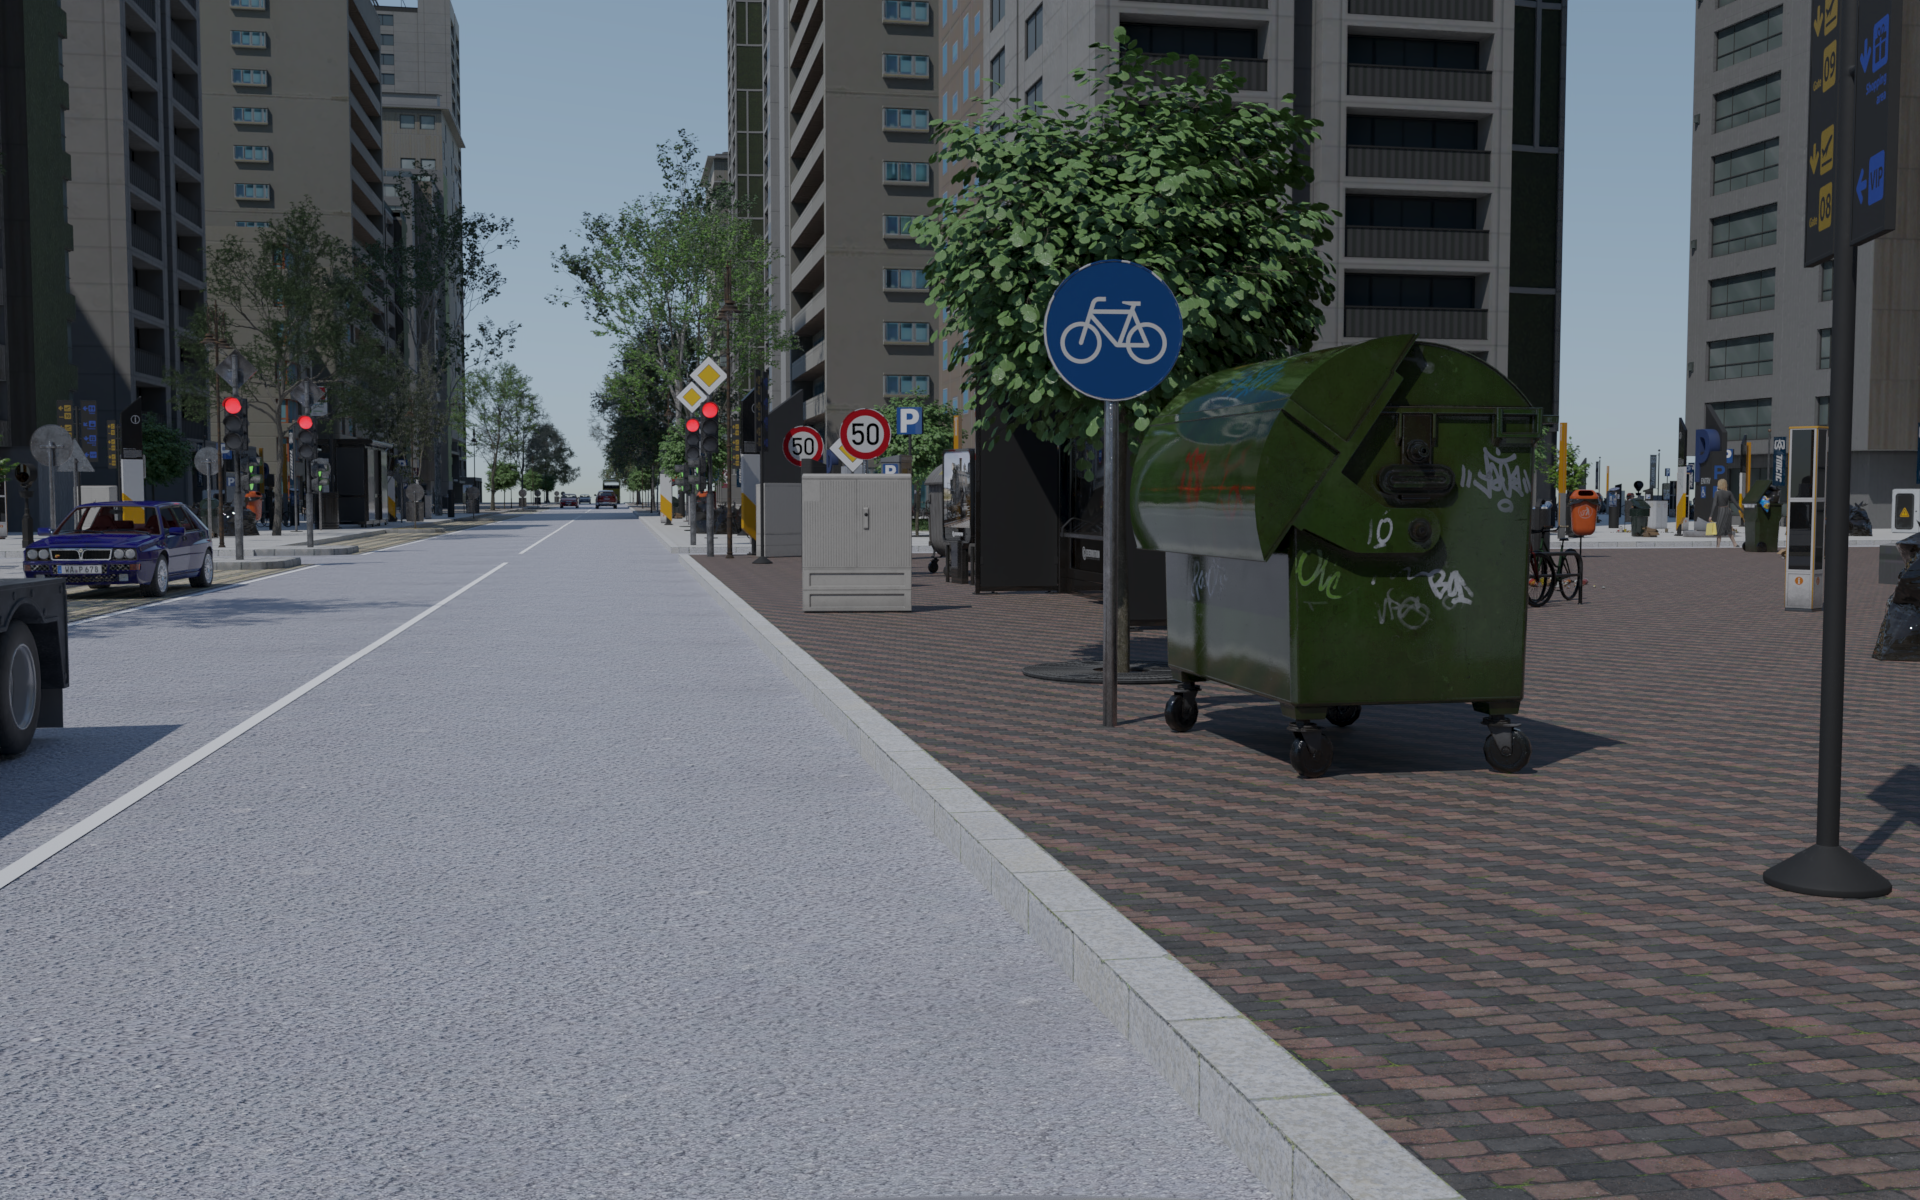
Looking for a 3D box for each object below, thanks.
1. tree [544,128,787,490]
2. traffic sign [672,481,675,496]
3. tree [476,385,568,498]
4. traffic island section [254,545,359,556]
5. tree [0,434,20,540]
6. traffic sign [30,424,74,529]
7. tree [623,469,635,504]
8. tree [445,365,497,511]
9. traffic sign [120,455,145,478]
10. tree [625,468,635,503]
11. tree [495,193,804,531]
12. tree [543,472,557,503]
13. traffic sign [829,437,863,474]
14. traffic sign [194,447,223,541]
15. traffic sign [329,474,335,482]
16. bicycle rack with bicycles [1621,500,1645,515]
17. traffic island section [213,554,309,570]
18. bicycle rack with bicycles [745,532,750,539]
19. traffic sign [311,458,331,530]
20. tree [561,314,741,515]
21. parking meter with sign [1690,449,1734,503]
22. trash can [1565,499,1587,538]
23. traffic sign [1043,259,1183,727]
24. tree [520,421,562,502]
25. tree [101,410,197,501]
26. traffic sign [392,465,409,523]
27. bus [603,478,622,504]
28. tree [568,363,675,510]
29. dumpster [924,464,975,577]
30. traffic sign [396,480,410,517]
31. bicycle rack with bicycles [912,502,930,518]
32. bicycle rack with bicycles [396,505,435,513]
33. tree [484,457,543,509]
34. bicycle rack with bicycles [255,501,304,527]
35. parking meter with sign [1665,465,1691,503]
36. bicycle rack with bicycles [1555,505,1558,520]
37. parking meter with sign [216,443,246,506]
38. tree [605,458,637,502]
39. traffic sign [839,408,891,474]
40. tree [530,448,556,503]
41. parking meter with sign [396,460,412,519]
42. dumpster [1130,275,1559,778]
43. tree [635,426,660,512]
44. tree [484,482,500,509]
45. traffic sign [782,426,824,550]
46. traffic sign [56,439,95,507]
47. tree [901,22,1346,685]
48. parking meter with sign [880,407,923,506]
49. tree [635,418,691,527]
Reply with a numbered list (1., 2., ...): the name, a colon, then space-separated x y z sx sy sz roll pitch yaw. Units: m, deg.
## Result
1. tree: -15.681 -14.467 92.418 12.611 20.169 13.585 0 3 0
2. traffic sign: -19.267 -7.079 115.842 0.768 2.556 0.104 -1 4 -11
3. tree: -46.791 -16.760 184.392 12.009 13.543 11.850 0 3 0
4. traffic island section: -15.625 -1.182 41.612 2.009 0.180 2.903 -1 4 -11
5. tree: -27.672 -3.324 48.941 1.663 3.219 1.824 0 3 0
6. traffic sign: -16.622 -1.933 31.710 0.768 2.556 0.104 0 4 -4
7. tree: -29.776 -11.009 163.714 4.285 4.588 4.351 0 3 0
8. tree: -35.819 -12.678 133.038 9.928 11.665 9.643 0 3 0
9. traffic sign: -21.539 -2.630 45.128 0.606 2.300 0.079 -1 4 -11
10. tree: -45.044 -17.672 239.294 4.737 8.622 4.395 0 3 0
11. tree: -9.057 -8.201 59.845 9.928 11.665 9.643 0 3 0
12. tree: -53.065 -14.120 214.581 4.285 4.588 4.351 0 3 0
13. traffic sign: -1.791 -1.693 28.866 0.795 2.450 0.064 -1 4 -11
14. traffic sign: -20.242 -2.849 46.682 0.768 2.556 0.104 0 4 -3
15. traffic sign: -27.103 -4.536 74.162 0.884 2.594 0.081 -1 4 -11
16. bicycle rack with bicycles: 41.426 -5.556 104.226 2.925 0.926 2.852 2 4 30
17. traffic island section: -14.066 -0.703 33.780 2.009 0.180 2.903 -1 4 -11
18. bicycle rack with bicycles: -4.427 -2.151 48.546 2.852 0.926 2.925 -2 4 -30
19. traffic sign: -22.541 -3.724 60.989 0.768 2.556 0.104 0 4 -2
20. tree: -18.336 -11.666 107.750 9.611 12.733 9.660 0 3 0
21. parking meter with sign: 28.892 -4.293 66.448 1.738 3.016 0.543 -2 4 -32
22. trash can: 18.135 -2.403 50.944 0.748 1.137 0.748 0 3 0
23. traffic sign: 0.831 -0.575 9.510 0.768 2.556 0.104 0 4 -5
24. tree: -64.326 -21.586 269.940 9.611 12.733 9.660 0 3 0
25. tree: -31.551 -5.121 67.437 4.285 4.588 4.351 0 3 0
26. traffic sign: -24.887 -4.710 77.119 0.768 2.556 0.104 0 4 -2
27. bus: -52.019 -16.347 258.815 2.896 3.916 12.252 -1 4 -11
28. tree: -24.130 -13.788 135.796 12.009 13.543 11.850 0 3 0
29. dumpster: 0.202 -1.330 27.500 1.264 1.857 1.865 -1 4 -11
30. traffic sign: -28.230 -5.355 87.556 0.884 2.594 0.081 -1 4 -9
31. bicycle rack with bicycles: -1.198 -4.162 81.433 2.852 0.926 2.925 -1 4 -11
32. bicycle rack with bicycles: -33.335 -5.693 106.461 2.925 0.926 2.852 -3 4 -39
33. tree: -38.933 -10.028 147.674 4.285 4.588 4.351 0 3 0
34. bicycle rack with bicycles: -27.489 -3.249 66.504 2.925 0.926 2.852 2 4 26
35. parking meter with sign: 48.167 -7.327 116.060 0.543 3.016 1.738 -3 5 -40
36. bicycle rack with bicycles: 27.977 -4.062 79.793 2.852 0.926 2.925 3 5 40
37. parking meter with sign: -25.099 -3.904 60.092 0.543 3.016 1.738 0 4 3
38. tree: -40.852 -18.340 217.989 7.486 12.596 7.792 0 3 0
39. traffic sign: -1.405 -1.571 25.786 0.768 2.556 0.104 0 4 -3
40. tree: -62.557 -18.946 260.129 4.360 8.622 3.978 0 3 0
41. parking meter with sign: -28.362 -5.658 88.765 0.543 3.016 1.738 0 4 -4
42. dumpster: 1.838 -0.374 8.603 1.502 2.255 1.985 -1 4 -11
43. tree: -21.656 -10.644 124.383 4.360 8.622 3.978 0 3 0
44. tree: -41.002 -9.616 151.820 1.663 3.219 1.824 0 3 0
45. traffic sign: -2.930 -1.975 32.395 0.768 2.556 0.104 0 4 -6
46. traffic sign: -20.816 -2.493 40.768 0.884 2.594 0.081 0 4 -2
47. tree: 1.203 -1.748 12.290 4.285 4.588 4.351 0 3 0
48. parking meter with sign: -1.271 -2.308 33.996 0.543 3.016 1.738 1 4 19
49. tree: -10.239 -5.128 67.564 4.285 4.588 4.351 0 3 0
